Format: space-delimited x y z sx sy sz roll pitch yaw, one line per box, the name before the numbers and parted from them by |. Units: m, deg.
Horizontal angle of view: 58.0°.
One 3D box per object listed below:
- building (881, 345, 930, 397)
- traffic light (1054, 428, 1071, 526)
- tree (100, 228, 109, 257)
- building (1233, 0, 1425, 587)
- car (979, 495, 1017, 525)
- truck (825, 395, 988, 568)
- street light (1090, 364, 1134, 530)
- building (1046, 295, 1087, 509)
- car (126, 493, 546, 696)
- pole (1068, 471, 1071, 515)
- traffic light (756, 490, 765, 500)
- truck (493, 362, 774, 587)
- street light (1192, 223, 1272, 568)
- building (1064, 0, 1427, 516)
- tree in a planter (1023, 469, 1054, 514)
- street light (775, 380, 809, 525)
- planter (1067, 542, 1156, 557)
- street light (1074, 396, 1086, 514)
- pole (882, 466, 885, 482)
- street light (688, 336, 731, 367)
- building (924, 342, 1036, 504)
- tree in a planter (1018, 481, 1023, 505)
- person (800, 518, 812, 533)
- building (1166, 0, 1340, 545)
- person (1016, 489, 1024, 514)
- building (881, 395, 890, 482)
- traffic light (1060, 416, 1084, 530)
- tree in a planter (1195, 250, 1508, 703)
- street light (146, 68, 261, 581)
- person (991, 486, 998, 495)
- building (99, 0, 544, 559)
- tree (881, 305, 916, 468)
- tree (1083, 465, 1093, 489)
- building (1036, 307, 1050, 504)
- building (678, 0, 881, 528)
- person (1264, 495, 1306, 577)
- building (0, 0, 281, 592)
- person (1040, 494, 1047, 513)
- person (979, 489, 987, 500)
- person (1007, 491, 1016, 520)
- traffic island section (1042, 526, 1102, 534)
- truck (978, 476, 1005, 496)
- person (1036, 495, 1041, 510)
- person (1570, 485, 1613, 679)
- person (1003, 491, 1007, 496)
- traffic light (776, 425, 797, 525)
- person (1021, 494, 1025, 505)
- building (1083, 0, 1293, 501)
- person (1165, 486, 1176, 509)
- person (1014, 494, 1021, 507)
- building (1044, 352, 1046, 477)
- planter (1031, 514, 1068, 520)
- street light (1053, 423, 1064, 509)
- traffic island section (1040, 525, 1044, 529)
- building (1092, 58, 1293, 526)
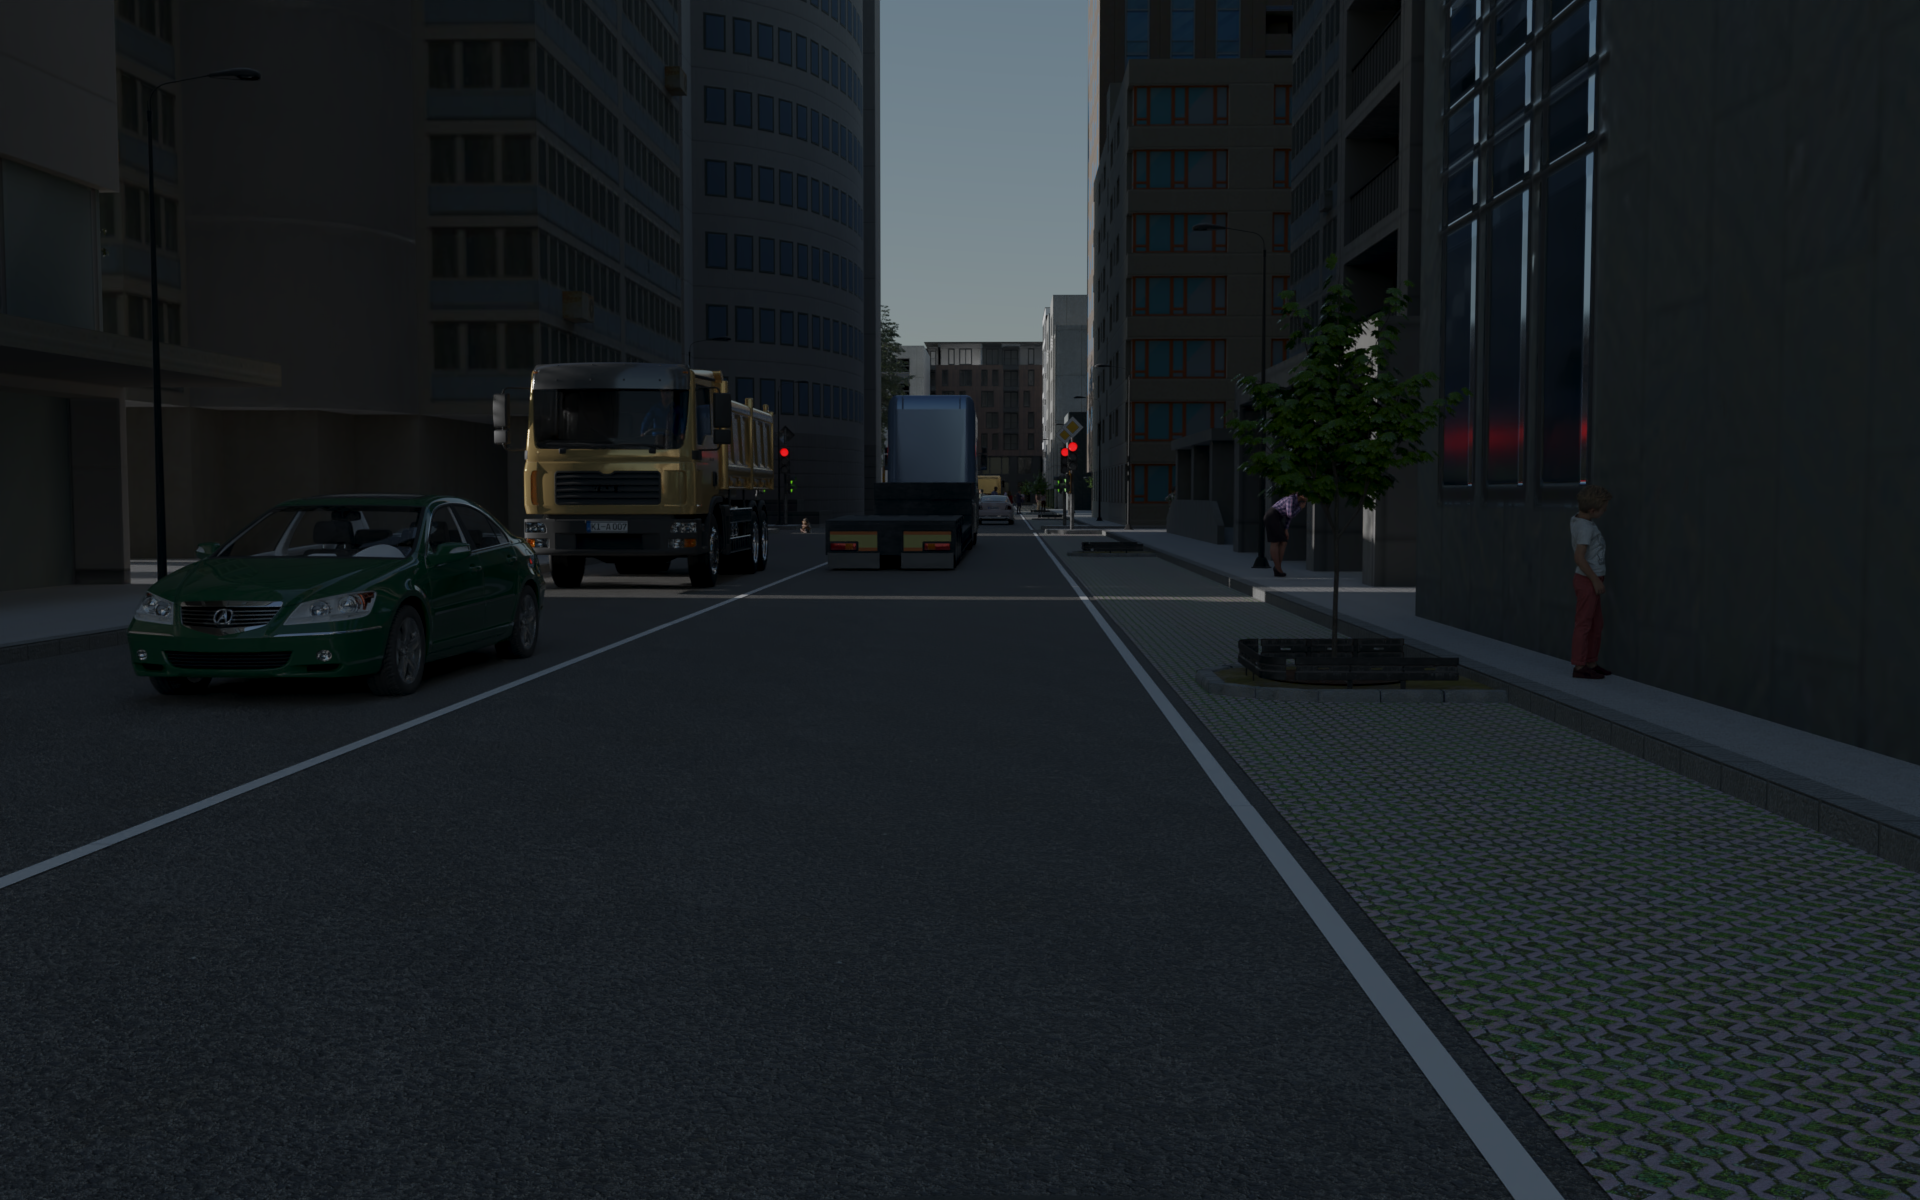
building | -19.815 -21.312 214.916 31.486 18.905 16.747 0 4 1
traffic light | 4.252 -4.994 70.568 0.839 4.253 0.868 0 4 1
tree | -15.531 -4.725 27.621 4.360 8.622 3.978 0 3 0
building | 16.050 -35.952 26.065 20.563 71.187 20.611 0 4 1
car | 1.654 -4.278 82.310 2.083 1.381 4.827 0 4 2
truck | -0.976 -3.158 41.386 2.967 4.110 18.799 0 4 2
street light | 5.513 -5.470 61.977 1.470 5.913 1.316 0 4 1
building | 16.809 -18.074 161.968 16.747 18.905 31.486 0 4 1
car | -4.738 -0.123 13.812 2.131 1.459 4.920 0 4 3
pole | 6.670 -6.812 105.214 0.158 3.312 0.155 0 3 0
traffic light | -7.334 -4.523 62.866 0.839 4.253 0.868 0 4 1
truck | -4.961 -2.007 28.747 3.469 3.379 9.791 0 4 1
street light | 4.685 -3.507 29.880 1.470 5.913 1.316 0 4 1
building | 19.544 -49.870 128.049 22.319 86.520 31.000 0 4 1
tree in a planter | 5.644 -7.662 122.498 1.991 3.239 1.994 0 4 1
street light | -6.863 -6.006 70.732 1.470 5.913 1.316 0 4 1
planter | 3.491 -1.168 40.231 1.991 0.319 1.994 0 4 1
street light | 6.088 -6.704 82.152 1.470 5.913 1.316 0 4 1
pole | -5.585 -8.143 126.985 0.158 3.312 0.155 0 3 0
street light | -7.430 -4.809 51.167 1.470 5.913 1.316 0 4 1
building | 11.745 -24.374 242.493 32.646 21.610 27.936 0 4 1
tree in a planter | 7.656 -12.360 199.305 1.991 3.239 1.994 0 4 1
person | -5.634 -2.721 63.462 0.357 0.543 0.381 -3 5 -41
building | 22.815 -21.858 49.253 32.217 40.220 23.993 0 4 1
person | 4.300 -6.981 123.084 0.568 1.767 0.683 1 4 14
building | -10.032 -13.364 160.655 9.099 9.664 28.070 0 4 1
traffic light | 4.044 -4.505 62.585 0.839 4.253 0.868 0 4 1
tree in a planter | 2.778 -0.948 12.724 1.991 3.239 1.994 0 4 1
street light | -8.318 -2.845 19.057 1.470 5.913 1.316 0 4 1
person | 1.975 -5.168 92.870 0.599 1.838 0.709 3 4 37
building | -20.348 -21.701 46.700 23.993 40.220 32.217 0 4 1
tree | -7.718 -12.442 110.078 9.857 13.997 8.962 0 3 0
tree | 8.088 -6.379 98.898 1.663 3.219 1.824 0 3 0
building | 23.649 -22.098 205.284 27.936 21.610 32.646 0 4 1
building | -15.327 -33.100 83.189 21.231 58.520 28.212 0 4 1
person | 5.052 -1.071 26.781 0.697 1.427 0.421 1 4 19
building | -23.292 -25.719 9.746 28.713 52.752 27.495 0 4 1
person | 6.185 -7.209 127.829 0.517 1.644 0.566 2 4 33
person | 1.328 -5.723 102.789 0.376 1.734 0.841 3 4 38
person | 2.776 -5.269 96.360 0.593 1.614 0.444 1 4 17
traffic island section | 4.083 -2.472 62.698 2.009 0.180 2.903 0 4 1
truck | 2.951 -11.380 181.986 3.469 3.379 9.791 0 4 2
person | 6.462 -8.126 141.487 0.598 1.807 0.434 -2 4 -32
person | 4.421 -0.130 12.079 0.340 1.345 0.435 1 4 9
person | 5.411 -12.396 211.045 0.599 1.838 0.709 2 4 29
traffic light | -7.126 -5.011 70.848 0.839 4.253 0.868 0 4 1
person | 7.914 -12.686 216.853 0.436 1.711 0.756 3 5 45
building | 15.110 -27.932 106.791 14.600 45.320 14.200 0 4 1
person | 8.063 -3.449 65.617 0.376 1.734 0.841 2 4 33
person | 6.318 -11.016 189.143 0.750 1.759 0.617 0 4 -1
building | 16.937 -20.007 183.526 16.016 20.091 11.380 0 4 1
planter | 4.934 -4.540 95.375 1.991 0.319 1.994 0 4 1
street light | 6.917 -8.643 113.857 1.470 5.913 1.316 0 4 1
traffic island section | 4.292 -2.960 70.680 2.009 0.180 2.903 0 4 1
building | 21.504 -14.528 82.569 28.899 21.520 27.650 0 4 1
